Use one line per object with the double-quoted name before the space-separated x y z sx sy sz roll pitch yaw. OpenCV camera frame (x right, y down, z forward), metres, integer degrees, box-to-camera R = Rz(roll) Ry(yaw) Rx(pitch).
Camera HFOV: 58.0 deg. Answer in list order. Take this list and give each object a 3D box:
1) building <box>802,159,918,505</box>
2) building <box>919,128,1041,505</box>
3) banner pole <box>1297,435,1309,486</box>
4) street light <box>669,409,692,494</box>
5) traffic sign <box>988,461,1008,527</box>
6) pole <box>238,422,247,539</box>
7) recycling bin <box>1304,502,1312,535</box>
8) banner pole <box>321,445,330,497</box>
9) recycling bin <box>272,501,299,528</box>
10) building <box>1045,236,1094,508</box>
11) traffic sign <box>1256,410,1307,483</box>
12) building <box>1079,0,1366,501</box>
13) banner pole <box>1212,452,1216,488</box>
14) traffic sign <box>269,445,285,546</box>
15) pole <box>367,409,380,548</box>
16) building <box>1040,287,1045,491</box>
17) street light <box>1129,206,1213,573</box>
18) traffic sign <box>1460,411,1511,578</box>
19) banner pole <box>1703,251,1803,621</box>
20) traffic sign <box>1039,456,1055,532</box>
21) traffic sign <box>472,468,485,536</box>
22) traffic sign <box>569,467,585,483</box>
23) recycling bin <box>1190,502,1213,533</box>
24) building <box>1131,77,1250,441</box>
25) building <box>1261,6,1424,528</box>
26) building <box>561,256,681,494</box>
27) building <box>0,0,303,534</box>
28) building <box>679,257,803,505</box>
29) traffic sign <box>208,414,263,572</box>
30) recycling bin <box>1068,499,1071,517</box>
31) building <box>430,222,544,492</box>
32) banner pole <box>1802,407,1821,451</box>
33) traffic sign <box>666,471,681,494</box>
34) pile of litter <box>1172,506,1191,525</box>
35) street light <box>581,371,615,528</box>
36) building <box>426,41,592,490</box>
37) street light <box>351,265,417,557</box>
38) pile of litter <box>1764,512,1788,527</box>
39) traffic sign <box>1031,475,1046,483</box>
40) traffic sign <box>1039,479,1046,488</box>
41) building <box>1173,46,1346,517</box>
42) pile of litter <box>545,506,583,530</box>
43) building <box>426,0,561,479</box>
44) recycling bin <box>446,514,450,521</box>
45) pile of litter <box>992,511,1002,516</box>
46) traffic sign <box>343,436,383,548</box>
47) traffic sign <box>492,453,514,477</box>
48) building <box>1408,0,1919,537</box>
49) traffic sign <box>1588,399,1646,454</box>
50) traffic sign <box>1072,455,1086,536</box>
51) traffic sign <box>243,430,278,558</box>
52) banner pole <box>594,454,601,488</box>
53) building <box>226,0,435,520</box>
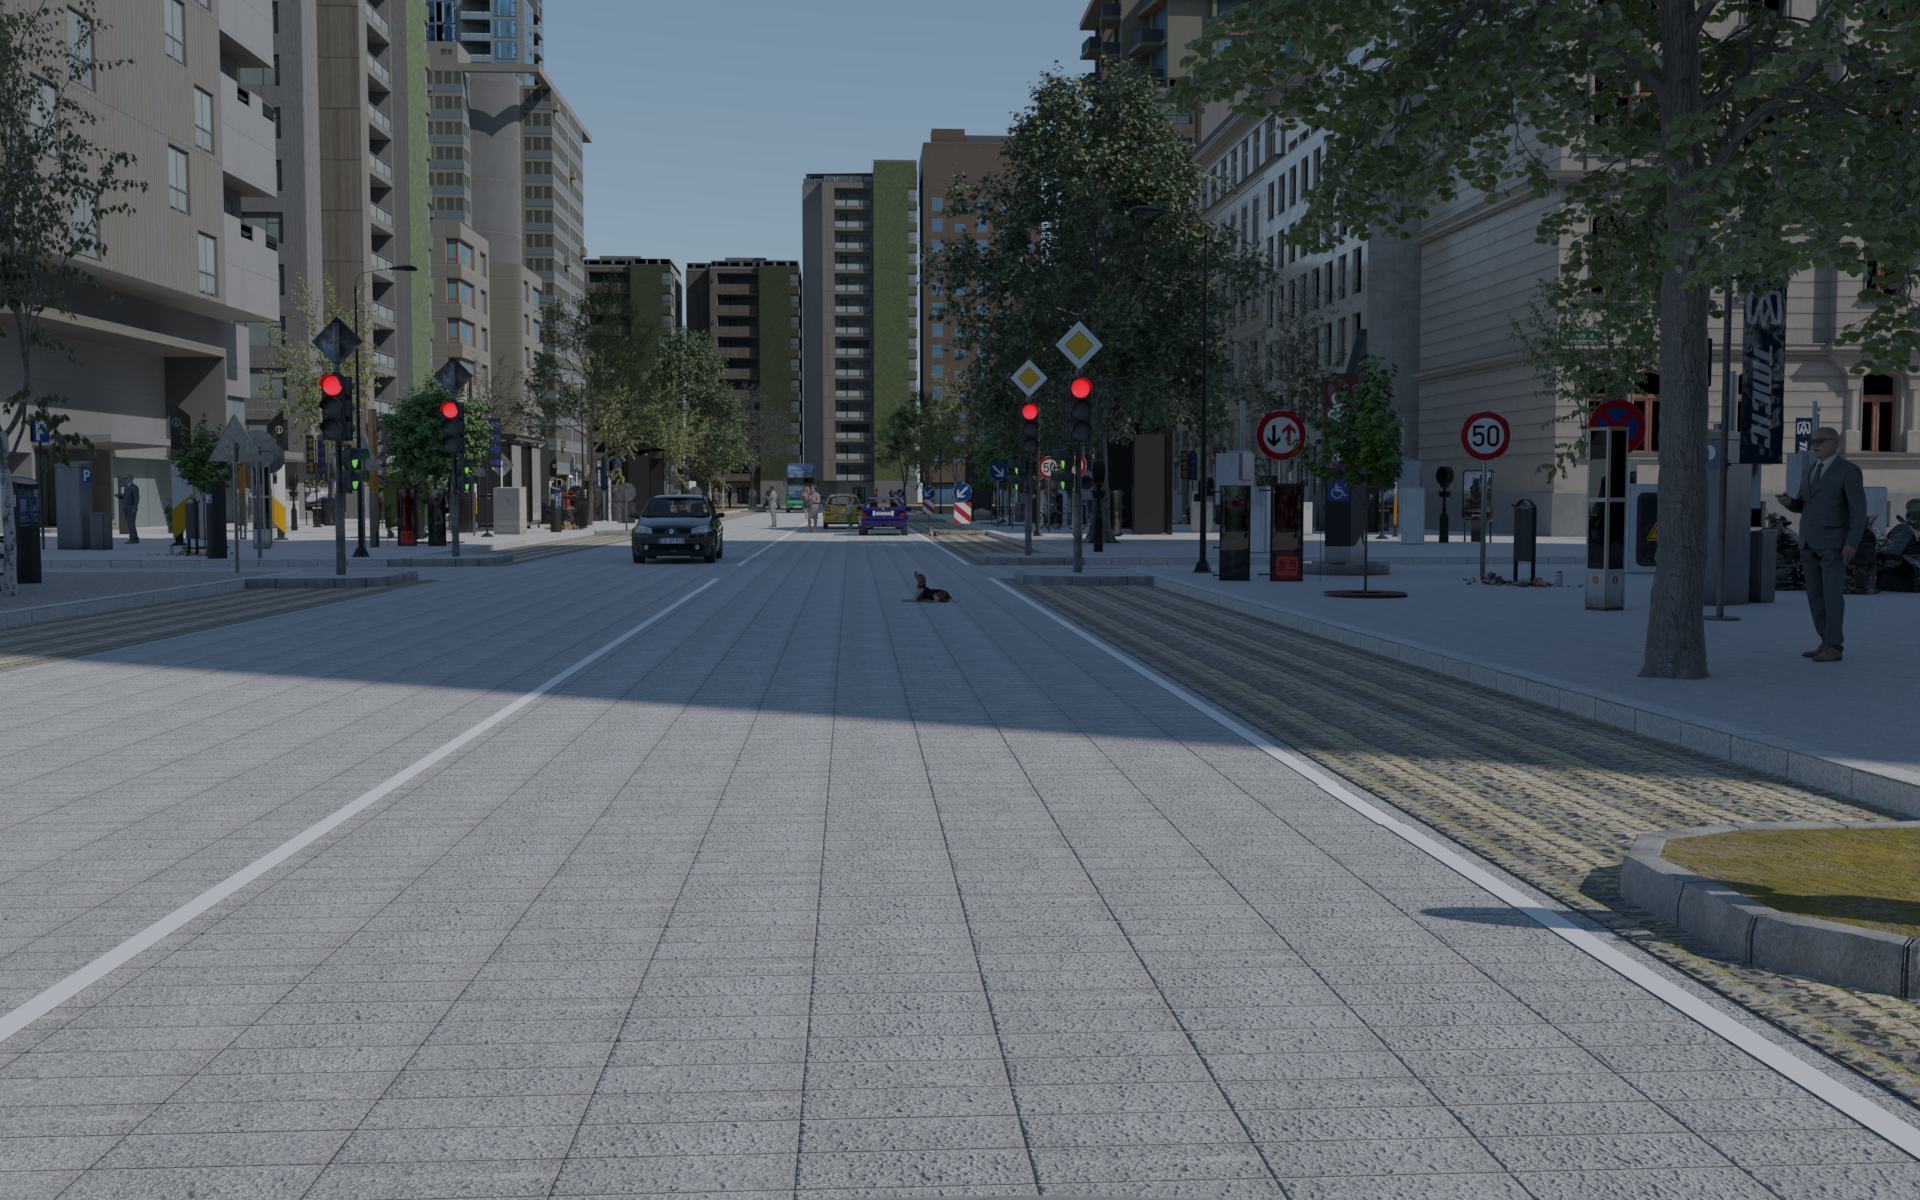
"building" -12.420 -32.460 214.318 14.086 41.232 14.154 0 4 -4
"building" 2.257 -34.596 215.749 14.200 45.320 14.600 0 4 -4
"banner pole" 12.772 -4.570 64.737 0.401 3.779 0.863 -2 4 -25
"street light" -15.366 -7.479 94.817 1.470 5.913 1.316 0 4 -4
"traffic sign" 1.483 -4.113 67.358 0.768 2.556 0.104 0 4 -2
"pole" -20.300 -3.371 48.962 0.158 3.312 0.155 0 3 0
"recycling bin" 10.542 -2.548 54.207 0.722 1.027 0.722 -1 4 -19
"banner pole" -26.598 -5.052 72.610 0.863 3.779 0.401 3 5 40
"recycling bin" -25.290 -3.203 64.924 0.722 1.027 0.722 1 4 22
"building" 16.346 -24.209 167.519 14.160 30.474 14.107 0 4 -4
"traffic sign" 4.853 -1.599 26.257 0.768 2.556 0.104 0 3 0
"building" 21.746 -30.034 145.679 22.147 44.769 28.867 0 4 -4
"banner pole" 12.717 -5.878 86.125 0.401 3.779 0.863 -1 4 -23
"traffic sign" -17.083 -2.614 42.843 0.768 2.556 0.104 0 4 -1
"pole" -14.067 -2.917 41.538 0.158 3.312 0.155 0 3 0
"building" 16.713 -27.270 217.571 14.107 30.474 14.160 0 4 -4
"street light" 3.428 -3.399 28.111 1.470 5.913 1.316 0 4 -4
"traffic sign" 8.030 -1.617 26.540 0.768 2.556 0.104 0 4 4
"banner pole" 7.995 -1.687 17.607 0.863 3.779 0.401 0 4 -5
"traffic sign" 3.011 -3.568 58.447 0.768 2.556 0.104 0 4 -1
"traffic sign" -14.756 -3.213 52.537 0.884 2.594 0.081 0 4 -2
"traffic sign" -18.583 -5.149 83.925 0.795 2.593 0.064 0 4 -2
"recycling bin" 8.026 -2.752 57.545 0.722 1.027 0.722 0 4 7
"building" 19.078 -21.552 124.072 14.160 30.474 14.107 0 4 -4
"building" 20.056 -13.415 74.084 10.420 20.320 16.860 0 4 -4
"building" -41.624 -26.993 213.042 14.107 30.474 14.160 0 4 -4
"building" -41.753 -28.875 61.345 28.713 52.752 27.495 0 4 -4
"building" -26.536 -27.084 214.525 14.107 30.474 14.160 0 4 -4
"traffic sign" -11.826 -1.729 28.272 0.884 2.594 0.081 0 4 -2
"recycling bin" 5.743 -5.132 96.458 0.722 1.027 0.722 -1 4 -16
"building" -46.395 -17.055 123.886 27.650 21.520 28.899 0 4 -4
"banner pole" 24.441 -3.663 49.900 0.863 3.779 0.401 0 4 4
"traffic sign" -16.121 -5.955 97.375 0.884 2.594 0.081 0 4 4
"pile of litter" 9.538 -3.635 73.393 1.176 0.858 1.719 1 4 8
"street light" -13.706 -5.678 65.382 1.470 5.913 1.316 0 4 -4
"building" -46.188 -28.301 154.594 23.993 40.220 32.217 0 4 -4
"street light" -11.693 -3.834 35.219 1.470 5.913 1.316 0 4 -4
"pile of litter" 19.780 -1.686 41.535 1.176 0.858 1.719 0 4 -1
"traffic sign" 3.546 -4.794 78.494 0.768 2.556 0.104 0 4 -1
"traffic sign" 3.709 -4.986 81.623 0.768 2.556 0.104 0 4 4
"building" 21.636 -16.164 97.563 16.112 22.955 30.059 0 4 -4
"pile of litter" -14.279 -2.962 62.389 1.176 0.858 1.719 -2 4 -35
"building" -64.807 -55.188 214.988 31.000 86.520 22.319 0 4 -4
"recycling bin" -24.340 -4.217 81.502 0.722 1.027 0.722 0 4 4
"pile of litter" 1.634 -5.419 102.571 1.719 0.858 1.176 1 4 22
"traffic sign" -13.417 -2.381 38.940 0.884 2.594 0.081 0 4 -1
"traffic sign" -14.572 -3.383 55.051 0.795 2.593 0.064 0 4 4
"building" 28.407 -16.541 57.831 23.554 28.519 14.401 0 4 -4
"traffic sign" 8.828 -1.423 23.370 0.768 2.556 0.104 0 4 3
"traffic sign" 3.522 -3.270 53.562 0.768 2.556 0.104 0 3 0
"traffic sign" -13.992 -2.106 34.536 0.768 2.556 0.104 0 4 -3
"banner pole" -22.482 -7.186 107.508 0.401 3.779 0.863 2 4 24
"building" -36.515 -24.906 90.813 14.154 41.232 14.086 0 4 -4
